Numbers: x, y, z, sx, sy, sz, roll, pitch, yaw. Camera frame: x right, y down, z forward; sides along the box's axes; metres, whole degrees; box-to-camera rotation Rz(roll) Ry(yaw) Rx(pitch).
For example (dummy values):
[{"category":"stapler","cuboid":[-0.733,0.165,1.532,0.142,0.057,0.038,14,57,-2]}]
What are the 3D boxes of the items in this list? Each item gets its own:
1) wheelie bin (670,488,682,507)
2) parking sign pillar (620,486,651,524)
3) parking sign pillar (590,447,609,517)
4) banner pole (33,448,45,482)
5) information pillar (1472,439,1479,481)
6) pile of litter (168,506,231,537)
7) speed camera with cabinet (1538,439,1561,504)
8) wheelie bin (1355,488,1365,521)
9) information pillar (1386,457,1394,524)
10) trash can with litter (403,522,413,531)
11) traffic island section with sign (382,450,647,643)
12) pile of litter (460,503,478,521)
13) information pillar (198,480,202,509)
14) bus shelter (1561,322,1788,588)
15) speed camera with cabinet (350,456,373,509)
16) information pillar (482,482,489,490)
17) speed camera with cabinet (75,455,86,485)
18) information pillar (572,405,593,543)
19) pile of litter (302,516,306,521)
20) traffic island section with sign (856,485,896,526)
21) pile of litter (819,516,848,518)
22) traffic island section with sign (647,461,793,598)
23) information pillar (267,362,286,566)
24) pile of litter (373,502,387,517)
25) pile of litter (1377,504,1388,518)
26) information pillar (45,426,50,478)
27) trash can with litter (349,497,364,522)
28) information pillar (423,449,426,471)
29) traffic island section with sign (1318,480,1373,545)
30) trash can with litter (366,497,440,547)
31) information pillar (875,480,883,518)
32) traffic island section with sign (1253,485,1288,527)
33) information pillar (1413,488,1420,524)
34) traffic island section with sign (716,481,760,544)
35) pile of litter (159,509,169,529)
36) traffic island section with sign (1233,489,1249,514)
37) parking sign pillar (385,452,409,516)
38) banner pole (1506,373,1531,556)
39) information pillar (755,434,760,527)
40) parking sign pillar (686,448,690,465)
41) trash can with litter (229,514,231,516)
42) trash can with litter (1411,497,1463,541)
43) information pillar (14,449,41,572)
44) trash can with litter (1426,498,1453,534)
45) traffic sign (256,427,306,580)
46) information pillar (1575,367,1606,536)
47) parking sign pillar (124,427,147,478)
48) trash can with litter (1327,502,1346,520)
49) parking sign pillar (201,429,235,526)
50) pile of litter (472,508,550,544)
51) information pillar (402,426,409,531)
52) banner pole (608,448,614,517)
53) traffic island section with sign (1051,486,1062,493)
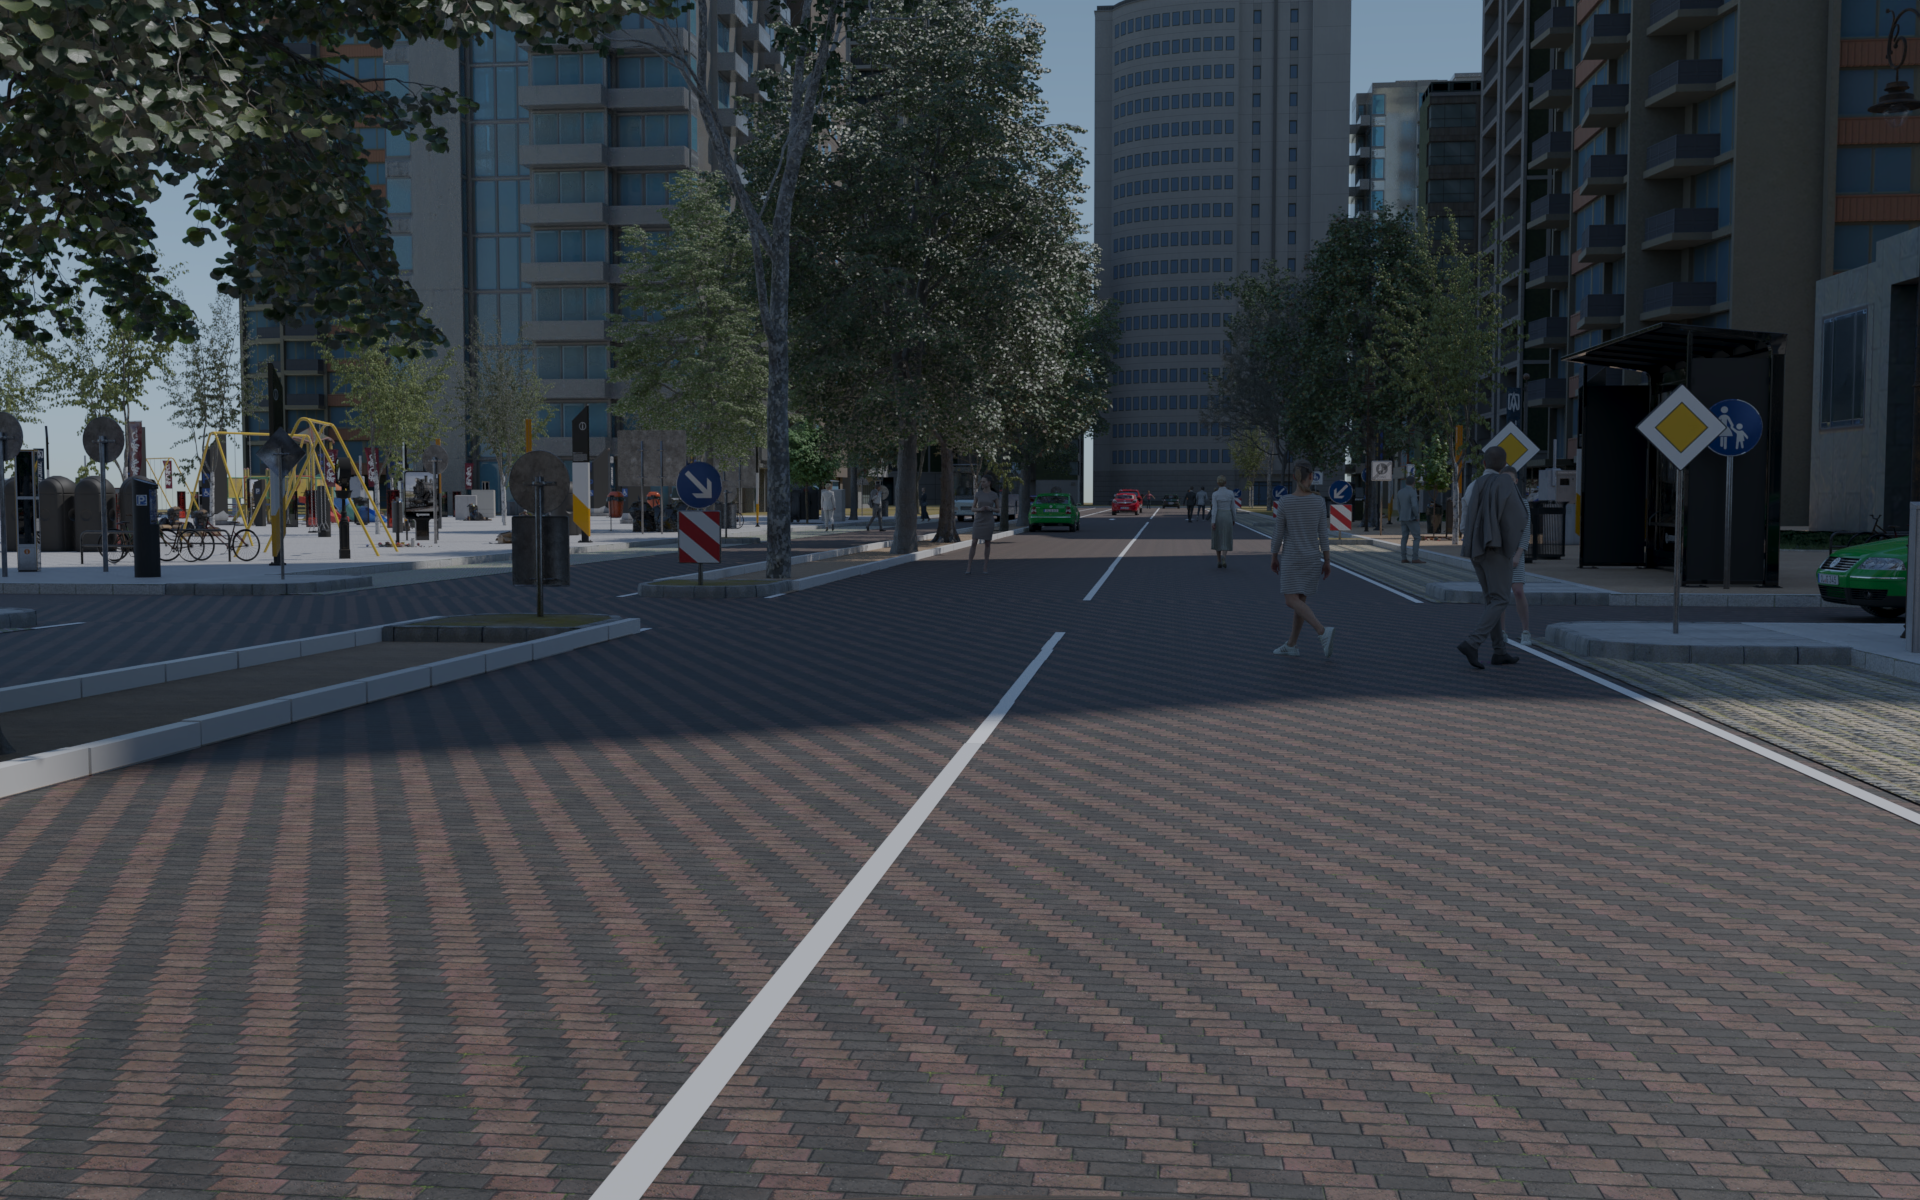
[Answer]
[{"category":"wheelie bin","cuboid":[-14.839,-5.106,91.389,0.980,1.594,0.693,1,4,12]},{"category":"parking sign pillar","cuboid":[-14.035,-5.295,75.045,1.447,3.967,1.447,3,4,38]},{"category":"parking sign pillar","cuboid":[-20.791,-6.798,99.616,1.447,3.967,1.447,2,4,30]},{"category":"banner pole","cuboid":[-44.056,-5.703,83.254,0.863,3.779,0.401,-1,4,-22]},{"category":"information pillar","cuboid":[21.817,-5.016,73.361,0.183,3.616,0.504,-1,4,-10]},{"category":"pile of litter","cuboid":[-22.931,-2.357,52.506,1.719,0.858,1.176,-1,4,-21]},{"category":"speed camera with cabinet","cuboid":[22.096,-4.205,63.093,2.038,3.252,0.660,-1,4,-19]},{"category":"wheelie bin","cuboid":[19.088,-4.622,83.486,0.980,1.594,0.693,0,4,5]},{"category":"information pillar","cuboid":[18.241,-5.015,73.346,0.183,3.616,0.504,2,4,28]},{"category":"trash can with litter","cuboid":[-19.115,-3.016,60.694,1.055,1.170,0.624,-1,4,-20]},{"category":"traffic island section with sign","cuboid":[-4.472,-0.574,17.522,2.006,1.907,1.989,0,4,7]},{"category":"pile of litter","cuboid":[-23.204,-4.225,83.051,1.719,0.858,1.176,3,4,39]},{"category":"information pillar","cuboid":[-39.538,-5.257,90.440,0.304,2.012,0.304,0,4,6]},{"category":"bus shelter","cuboid":[10.821,-2.168,26.731,1.731,3.624,6.357,0,4,7]},{"category":"speed camera with cabinet","cuboid":[-31.067,-5.844,89.884,0.660,3.252,2.038,0,4,-1]},{"category":"information pillar","cuboid":[-28.020,-5.985,102.345,0.304,2.012,0.304,3,5,39]},{"category":"speed camera with cabinet","cuboid":[-45.404,-5.753,88.395,2.038,3.252,0.660,0,4,-4]},{"category":"information pillar","cuboid":[-9.968,-3.319,45.627,0.504,3.616,0.183,1,4,19]},{"category":"pile of litter","cuboid":[-30.625,-4.157,81.929,1.176,0.858,1.719,1,4,11]},{"category":"traffic island section with sign","cuboid":[-3.550,-4.240,77.948,1.989,1.847,2.006,0,4,7]},{"category":"pile of litter","cuboid":[-6.899,-4.843,93.146,1.719,0.858,1.176,2,4,24]},{"category":"traffic island section with sign","cuboid":[-3.569,-1.024,24.874,2.006,1.907,1.989,0,4,7]},{"category":"information pillar","cuboid":[-12.264,-2.431,31.097,0.183,3.616,0.504,0,4,0]},{"category":"pile of litter","cuboid":[-33.050,-5.127,97.784,1.719,0.858,1.176,-1,4,-18]},{"category":"pile of litter","cuboid":[22.399,-4.800,92.449,1.176,0.858,1.719,2,4,29]},{"category":"information pillar","cuboid":[-31.155,-4.147,59.160,0.183,3.616,0.504,-2,4,-30]},{"category":"trash can with litter","cuboid":[-27.800,-4.156,79.343,1.055,1.170,0.624,2,4,28]},{"category":"information pillar","cuboid":[-28.198,-6.108,91.221,0.183,3.616,0.504,-1,4,-9]},{"category":"traffic island section with sign","cuboid":[10.676,-2.495,49.428,1.989,1.847,2.006,0,4,7]},{"category":"trash can with litter","cuboid":[-13.699,-1.921,42.461,1.678,1.210,2.233,-1,4,-21]},{"category":"information pillar","cuboid":[-4.382,-5.458,93.738,0.304,2.012,0.304,1,4,20]},{"category":"traffic island section with sign","cuboid":[13.958,-4.146,76.420,1.989,1.847,2.006,0,4,7]},{"category":"information pillar","cuboid":[19.140,-4.180,72.829,0.304,2.012,0.304,-1,4,-9]},{"category":"traffic island section with sign","cuboid":[-6.894,-2.555,50.407,1.989,1.847,2.006,0,4,7]},{"category":"pile of litter","cuboid":[-28.625,-2.996,62.954,1.719,0.858,1.176,0,4,8]},{"category":"traffic island section with sign","cuboid":[19.854,-7.117,124.998,1.989,1.847,2.006,0,4,7]},{"category":"parking sign pillar","cuboid":[-33.205,-6.960,102.273,1.447,3.967,1.447,-1,4,-19]},{"category":"banner pole","cuboid":[11.562,-2.807,35.912,0.863,3.779,0.401,-2,4,-34]},{"category":"information pillar","cuboid":[-7.926,-4.671,67.727,0.183,3.616,0.504,0,4,-5]},{"category":"parking sign pillar","cuboid":[-15.954,-6.891,101.144,1.447,3.967,1.447,-1,4,-10]},{"category":"trash can with litter","cuboid":[-40.926,-5.141,95.110,2.233,1.210,1.678,0,4,6]},{"category":"trash can with litter","cuboid":[13.281,-2.254,47.904,2.233,1.210,1.678,-2,4,-24]},{"category":"information pillar","cuboid":[-15.362,-1.471,28.537,0.304,2.012,0.304,-1,4,-17]},{"category":"trash can with litter","cuboid":[15.633,-2.737,56.133,1.055,1.170,0.624,1,4,18]},{"category":"traffic sign","cuboid":[-10.170,-1.365,25.957,0.795,2.450,0.064,0,4,7]},{"category":"information pillar","cuboid":[11.574,-2.471,31.759,0.504,3.616,0.183,1,4,11]},{"category":"parking sign pillar","cuboid":[-32.750,-4.913,68.800,1.447,3.967,1.447,0,4,-6]},{"category":"trash can with litter","cuboid":[19.133,-4.584,86.006,1.678,1.210,2.233,-1,4,-18]},{"category":"parking sign pillar","cuboid":[-30.629,-5.057,71.149,1.447,3.967,1.447,0,4,6]},{"category":"pile of litter","cuboid":[-11.553,-1.904,45.095,1.176,0.858,1.719,3,5,43]},{"category":"information pillar","cuboid":[-19.093,-4.174,59.600,0.183,3.616,0.504,-2,4,-24]},{"category":"banner pole","cuboid":[-19.215,-6.441,95.331,0.401,3.779,0.863,1,4,13]},{"category":"traffic island section with sign","cuboid":[5.480,-5.586,99.468,2.006,1.907,1.989,0,4,7]}]
